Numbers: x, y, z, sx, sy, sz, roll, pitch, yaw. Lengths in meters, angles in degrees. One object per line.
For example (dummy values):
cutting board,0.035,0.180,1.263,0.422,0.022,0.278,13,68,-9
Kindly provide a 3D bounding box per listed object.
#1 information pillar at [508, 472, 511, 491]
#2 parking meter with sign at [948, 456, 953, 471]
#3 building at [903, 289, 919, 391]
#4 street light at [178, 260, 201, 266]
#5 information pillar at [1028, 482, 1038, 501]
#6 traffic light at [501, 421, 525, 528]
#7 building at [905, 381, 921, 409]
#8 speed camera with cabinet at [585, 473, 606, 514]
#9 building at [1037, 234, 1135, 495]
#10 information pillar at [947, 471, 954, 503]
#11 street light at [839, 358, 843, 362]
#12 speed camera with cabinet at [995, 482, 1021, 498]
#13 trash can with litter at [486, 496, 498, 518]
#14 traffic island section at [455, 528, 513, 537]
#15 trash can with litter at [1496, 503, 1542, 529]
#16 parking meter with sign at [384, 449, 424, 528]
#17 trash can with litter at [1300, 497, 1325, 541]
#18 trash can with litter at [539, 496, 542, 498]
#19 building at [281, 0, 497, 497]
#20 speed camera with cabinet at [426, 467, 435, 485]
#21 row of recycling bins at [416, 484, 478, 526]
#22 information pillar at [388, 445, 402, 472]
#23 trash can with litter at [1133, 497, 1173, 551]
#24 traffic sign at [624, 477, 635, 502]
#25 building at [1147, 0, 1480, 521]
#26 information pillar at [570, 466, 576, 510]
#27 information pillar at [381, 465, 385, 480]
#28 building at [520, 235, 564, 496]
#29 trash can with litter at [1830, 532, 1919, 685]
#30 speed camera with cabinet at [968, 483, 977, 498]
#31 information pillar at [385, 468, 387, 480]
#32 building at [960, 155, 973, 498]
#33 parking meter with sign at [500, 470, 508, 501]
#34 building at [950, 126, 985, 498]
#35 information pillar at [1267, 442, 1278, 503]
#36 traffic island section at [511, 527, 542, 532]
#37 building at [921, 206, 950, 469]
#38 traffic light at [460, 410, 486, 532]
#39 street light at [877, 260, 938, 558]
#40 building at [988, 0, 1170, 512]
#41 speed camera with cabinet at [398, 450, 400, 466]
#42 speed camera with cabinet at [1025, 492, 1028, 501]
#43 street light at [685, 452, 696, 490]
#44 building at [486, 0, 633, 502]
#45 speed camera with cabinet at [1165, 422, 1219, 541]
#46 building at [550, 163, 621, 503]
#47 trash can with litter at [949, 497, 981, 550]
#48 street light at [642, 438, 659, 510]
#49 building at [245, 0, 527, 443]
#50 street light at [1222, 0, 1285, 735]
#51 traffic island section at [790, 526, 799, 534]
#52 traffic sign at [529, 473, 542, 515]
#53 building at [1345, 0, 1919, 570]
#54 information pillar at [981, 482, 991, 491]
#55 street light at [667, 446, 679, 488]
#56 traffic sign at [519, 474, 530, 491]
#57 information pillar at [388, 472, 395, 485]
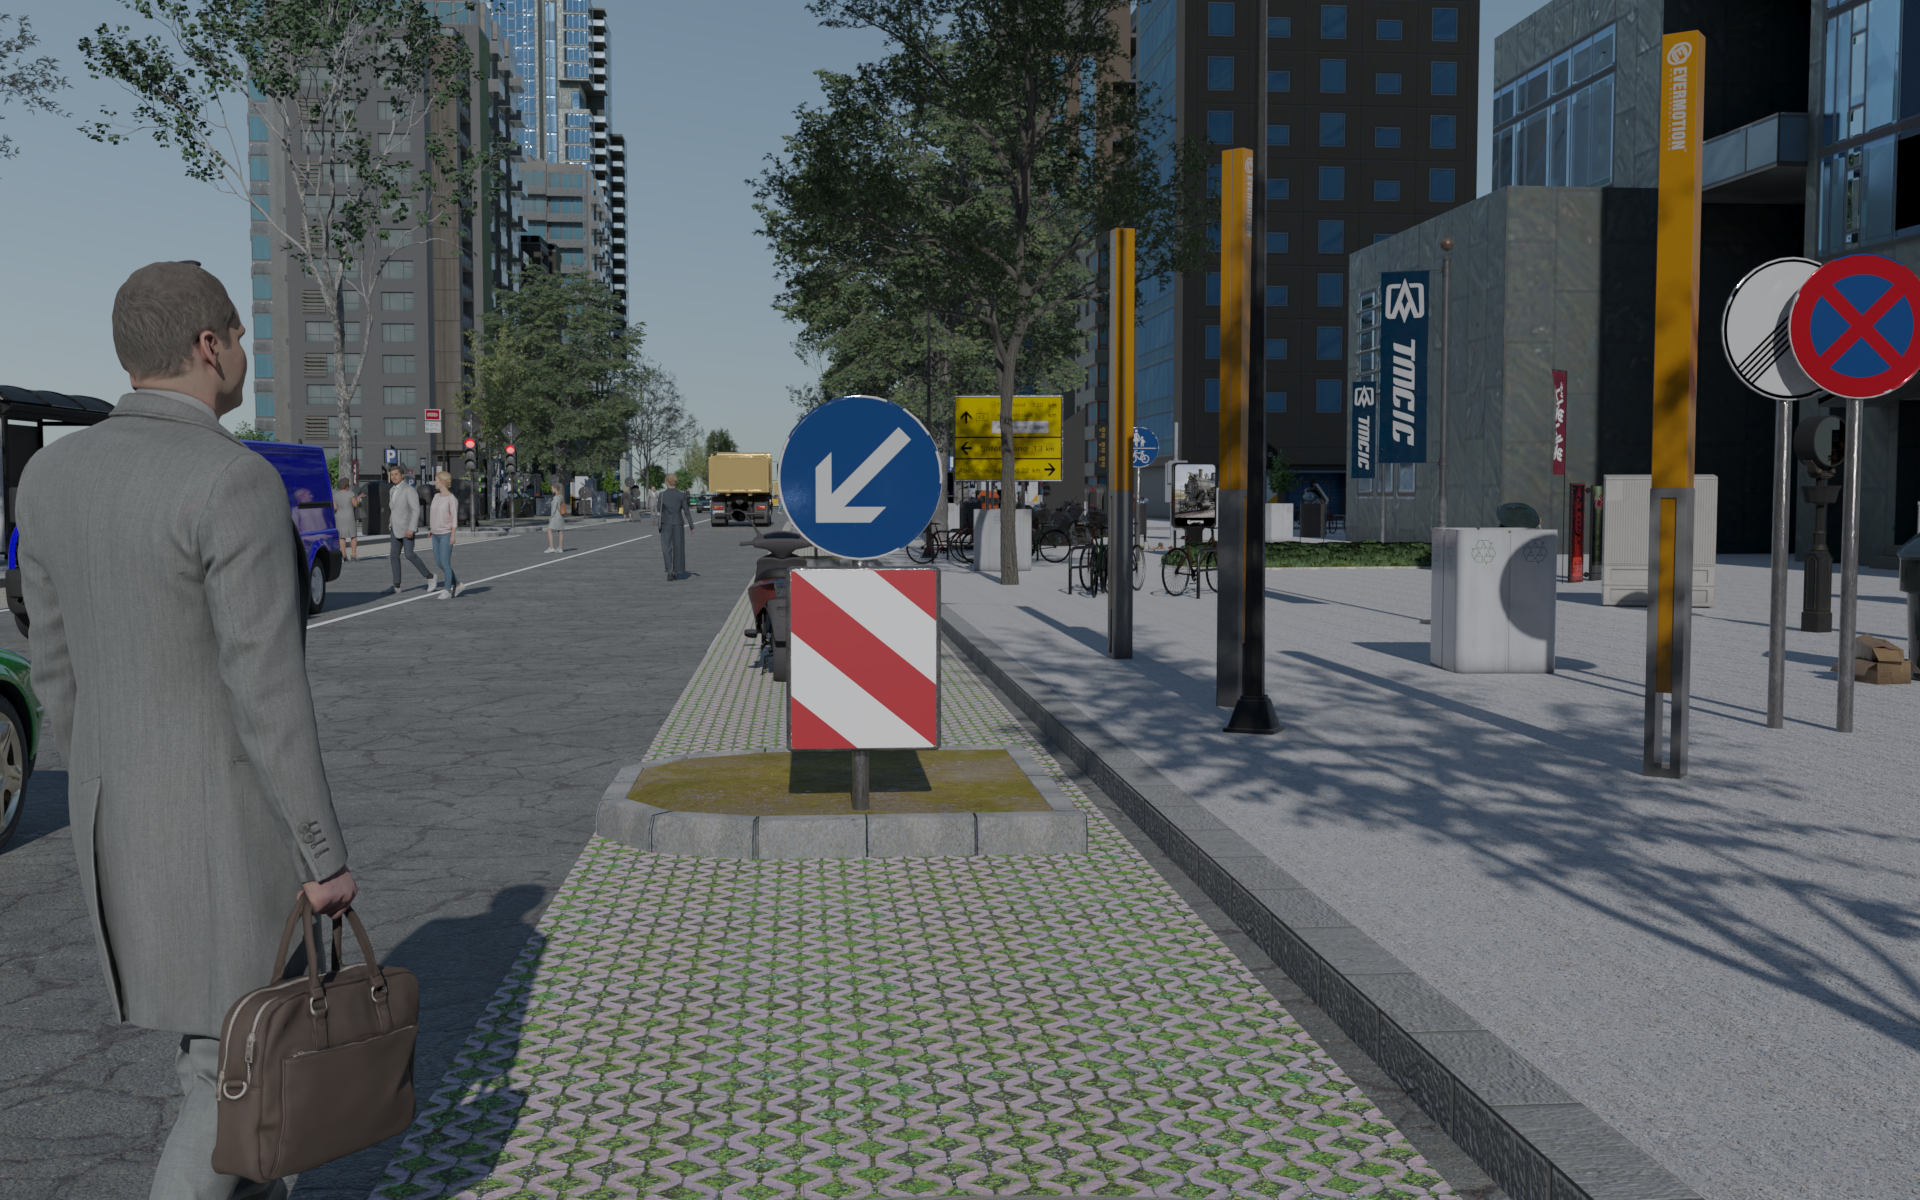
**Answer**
information pillar,-29.190,-7.429,112.816,0.504,3.616,0.183,1,4,13
parking meter with sign,-0.464,-5.145,80.387,0.543,3.016,1.738,-1,4,-13
building,-2.864,-37.419,295.399,14.154,41.232,14.086,0,4,-5
street light,-15.750,-3.787,34.465,1.470,5.913,1.316,0,4,-5
information pillar,2.809,-4.636,67.149,0.504,3.616,0.183,-3,5,-41
traffic light,-17.106,-4.727,66.200,0.839,4.253,0.868,0,4,-5
building,5.907,-26.312,275.248,27.650,21.520,28.899,0,4,-5
speed camera with cabinet,-23.093,-7.049,109.579,0.660,3.252,2.038,1,4,11
building,21.458,-17.478,130.808,27.650,21.520,28.899,0,4,-5
information pillar,-0.377,-3.160,56.161,0.304,2.012,0.304,-2,4,-27
street light,-3.501,-5.313,59.405,1.470,5.913,1.316,0,4,-5
speed camera with cabinet,3.792,-8.669,136.077,2.038,3.252,0.660,2,4,27
trash can with litter,-24.927,-4.922,91.863,0.624,1.170,1.055,-3,5,-42
traffic island section,-16.432,-2.208,58.378,2.009,0.180,2.903,0,4,-5
trash can with litter,7.240,-0.661,22.193,0.624,1.170,1.055,0,4,5
parking meter with sign,-21.420,-4.317,66.848,1.738,3.016,0.543,2,4,33
trash can with litter,7.984,-1.606,37.314,2.233,1.210,1.678,1,4,12
trash can with litter,-27.039,-6.038,110.111,1.055,1.170,0.624,0,4,-5
building,-47.715,-28.282,146.002,14.154,41.232,14.086,0,4,-5
speed camera with cabinet,-38.654,-8.074,126.339,0.660,3.252,2.038,-1,4,-19
row of recycling bins,-20.897,-3.874,70.456,1.069,1.692,3.534,1,4,18
information pillar,-26.545,-5.517,81.558,0.504,3.616,0.183,-1,4,-13
trash can with litter,4.456,-1.784,40.230,1.678,1.210,2.233,2,4,31
traffic sign,-24.447,-7.834,128.186,0.768,2.556,0.104,0,4,-2
building,16.959,-26.808,88.415,14.200,45.320,14.600,0,4,-5
information pillar,-27.201,-7.975,121.743,0.183,3.616,0.504,1,4,19
information pillar,-45.650,-8.929,137.342,0.183,3.616,0.504,3,5,42
building,-51.851,-25.655,191.152,14.160,30.474,14.107,0,4,-5
trash can with litter,6.555,-0.024,11.780,1.055,1.170,0.624,-1,4,-14
speed camera with cabinet,1.384,-8.969,140.976,0.660,3.252,2.038,-2,4,-32
information pillar,-37.370,-7.502,114.016,0.504,3.616,0.183,-1,4,-14
building,7.539,-32.654,184.002,14.600,45.320,14.200,0,4,-5
parking meter with sign,-32.130,-7.693,122.037,0.543,3.016,1.738,-2,4,-33
building,5.745,-31.502,198.655,14.154,41.232,14.086,0,4,-5
information pillar,14.025,-5.295,77.920,0.504,3.616,0.183,1,4,9
traffic island section,-17.147,-2.694,66.331,2.009,0.180,2.903,0,4,-5
building,1.721,-36.758,251.108,14.600,45.320,14.200,0,4,-5
traffic light,-16.391,-4.240,58.247,0.839,4.253,0.868,0,4,-5
street light,-1.161,-3.793,34.564,1.470,5.913,1.316,0,4,-5
building,9.830,-30.914,155.559,14.600,45.320,14.200,0,4,-5
speed camera with cabinet,-25.219,-5.057,77.011,0.660,3.252,2.038,1,4,21
speed camera with cabinet,4.438,-8.912,140.046,2.038,3.252,0.660,-1,4,-15
street light,-29.966,-13.463,192.666,1.470,5.913,1.316,0,4,-5
building,-64.127,-59.140,279.604,22.319,86.520,31.000,0,4,-5
speed camera with cabinet,6.555,-3.252,47.504,0.660,3.252,2.038,-3,5,-39
building,-62.211,-38.564,250.125,23.786,49.044,30.456,0,4,-5
trash can with litter,0.575,-1.759,39.816,2.233,1.210,1.678,1,4,19
street light,-25.375,-10.378,142.215,1.470,5.913,1.316,0,4,-5
building,-54.298,-33.510,167.493,23.786,49.044,30.456,0,4,-5
street light,1.054,-2.240,9.173,1.470,5.913,1.316,0,4,-5
traffic island section,-5.602,-2.757,67.360,2.009,0.180,2.903,0,4,-5
traffic sign,-26.231,-6.539,107.023,0.768,2.556,0.104,0,4,3
building,22.963,-43.870,29.954,22.319,86.520,31.000,0,4,-5
information pillar,1.068,-4.721,68.548,0.504,3.616,0.183,3,4,39
street light,-27.727,-11.924,167.497,1.470,5.913,1.316,0,4,-5
traffic sign,-27.961,-6.801,111.307,0.768,2.556,0.104,0,4,3
information pillar,-18.995,-3.279,58.106,0.304,2.012,0.304,-1,4,-18
